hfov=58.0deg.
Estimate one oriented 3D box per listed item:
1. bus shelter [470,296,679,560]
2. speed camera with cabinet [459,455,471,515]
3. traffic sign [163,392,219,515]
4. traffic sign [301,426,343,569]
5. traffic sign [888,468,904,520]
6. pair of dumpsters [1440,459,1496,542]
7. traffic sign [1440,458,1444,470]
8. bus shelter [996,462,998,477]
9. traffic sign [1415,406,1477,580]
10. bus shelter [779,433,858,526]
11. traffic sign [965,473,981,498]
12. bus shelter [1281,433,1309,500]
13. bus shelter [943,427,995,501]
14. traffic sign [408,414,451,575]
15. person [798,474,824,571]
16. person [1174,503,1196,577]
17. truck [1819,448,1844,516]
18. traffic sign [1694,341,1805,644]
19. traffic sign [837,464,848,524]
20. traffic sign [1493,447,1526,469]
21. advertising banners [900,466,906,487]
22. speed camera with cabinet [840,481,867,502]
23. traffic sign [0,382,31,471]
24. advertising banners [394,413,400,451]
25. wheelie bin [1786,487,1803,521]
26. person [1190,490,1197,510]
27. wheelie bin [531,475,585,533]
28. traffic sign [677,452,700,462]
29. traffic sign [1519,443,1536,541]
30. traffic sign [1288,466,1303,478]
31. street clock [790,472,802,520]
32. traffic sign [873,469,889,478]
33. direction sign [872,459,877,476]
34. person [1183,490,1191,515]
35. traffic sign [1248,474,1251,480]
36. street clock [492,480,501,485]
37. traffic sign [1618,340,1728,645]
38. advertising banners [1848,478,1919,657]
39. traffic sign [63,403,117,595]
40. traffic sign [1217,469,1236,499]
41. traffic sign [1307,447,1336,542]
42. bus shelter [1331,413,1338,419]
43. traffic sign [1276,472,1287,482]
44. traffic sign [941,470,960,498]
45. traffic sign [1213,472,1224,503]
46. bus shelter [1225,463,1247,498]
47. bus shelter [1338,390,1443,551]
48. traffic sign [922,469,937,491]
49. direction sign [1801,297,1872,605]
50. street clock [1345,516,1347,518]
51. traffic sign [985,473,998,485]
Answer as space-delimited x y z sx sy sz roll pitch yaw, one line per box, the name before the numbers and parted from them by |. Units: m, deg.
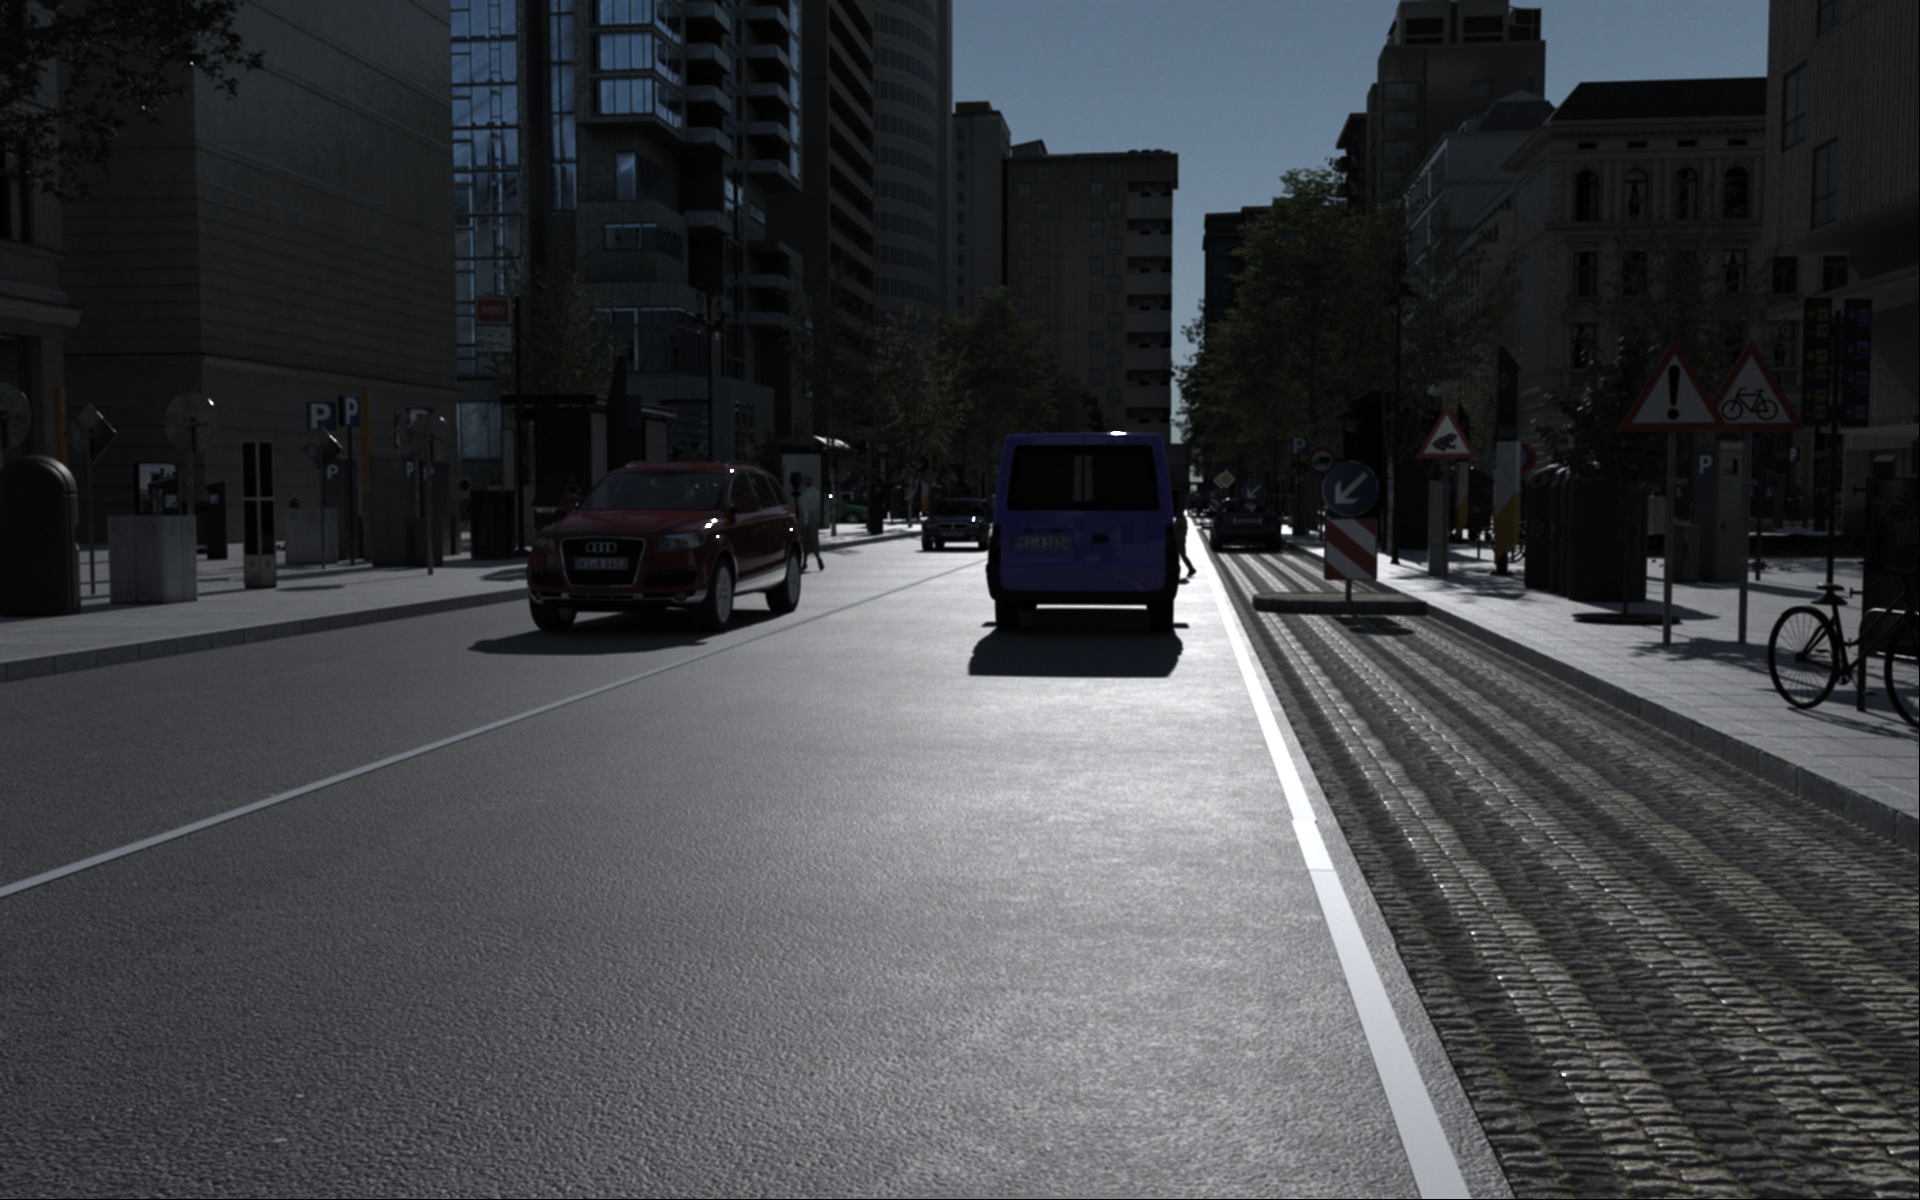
bus shelter | -8.439 -3.679 37.790 2.179 5.291 8.768 0 4 7
speed camera with cabinet | -25.804 -5.697 87.487 2.038 3.252 0.660 -3 4 -38
traffic sign | -9.600 -1.315 21.605 0.768 2.556 0.104 1 4 11
traffic sign | -10.838 -1.727 29.420 0.795 2.450 0.064 1 4 14
traffic sign | -3.156 -5.246 85.773 0.884 2.594 0.081 1 4 13
pair of dumpsters | 13.881 -2.810 48.431 1.574 2.255 4.437 0 4 7
traffic sign | 14.327 -3.195 52.339 0.768 2.556 0.104 1 4 12
bus shelter | 2.366 -8.429 115.441 2.179 5.291 8.768 0 4 7
traffic sign | 7.217 -1.575 25.750 0.884 2.594 0.081 1 4 14
bus shelter | -5.049 -4.075 60.546 2.014 3.302 5.546 0 4 7
traffic sign | 0.601 -4.671 80.006 0.795 2.450 0.064 0 4 7
bus shelter | 21.012 -7.932 107.313 2.179 5.291 8.768 0 4 7
bus shelter | 0.383 -7.832 105.690 2.179 5.291 8.768 0 4 7
traffic sign | -8.435 -1.676 27.514 0.768 2.556 0.104 1 4 16
person | -2.773 -1.443 32.314 0.478 1.798 0.641 -3 4 -39
person | 3.796 -1.047 29.894 0.640 1.303 0.475 -1 4 -21
truck | 39.923 -4.620 71.468 9.791 3.379 3.469 0 4 5
traffic sign | 6.712 -0.904 14.788 0.884 2.594 0.081 1 4 10
traffic sign | -5.136 -4.496 73.614 0.768 2.556 0.104 1 4 13
traffic sign | 13.417 -2.585 42.368 0.768 2.556 0.104 1 4 12
advertising banners | -4.266 -6.955 109.905 2.074 3.025 0.090 2 4 26
speed camera with cabinet | -7.314 -7.598 118.562 2.038 3.252 0.660 -1 4 -16
traffic sign | -10.891 -1.196 19.660 0.768 2.556 0.104 1 4 9
advertising banners | -12.080 -2.483 36.786 0.090 3.025 2.074 0 4 -7
wheelie bin | 39.381 -4.505 81.570 0.693 1.594 0.980 -1 4 -21
person | 20.441 -8.772 151.946 0.660 1.820 0.620 0 3 0
wheelie bin | -6.606 -1.261 28.518 0.980 1.594 0.693 2 4 31
traffic sign | -8.145 -3.169 51.911 0.768 2.556 0.104 1 4 11
traffic sign | 14.043 -2.652 43.468 0.768 2.556 0.104 0 4 8
traffic sign | 15.497 -4.879 79.884 0.768 2.556 0.104 1 4 16
street clock | -5.438 -3.235 57.459 0.358 2.002 0.471 1 4 19
traffic sign | -3.742 -5.013 82.073 0.768 2.556 0.104 1 4 13
direction sign | -5.286 -7.274 110.933 0.876 3.537 0.379 0 4 -6
person | 15.360 -6.599 117.224 0.563 1.720 0.643 -1 4 -23
traffic sign | 18.217 -6.567 107.480 0.768 2.556 0.104 1 4 14
street clock | -23.719 -5.148 88.733 0.471 2.002 0.358 -2 4 -34
traffic sign | 6.020 -0.898 14.680 0.884 2.594 0.081 1 4 9
advertising banners | 8.001 -1.044 13.258 2.074 3.025 0.090 3 4 37
traffic sign | -11.040 -1.272 21.990 0.795 2.450 0.064 1 4 14
traffic sign | 10.850 -4.098 70.644 0.795 2.450 0.064 0 4 7
traffic sign | 9.749 -2.850 46.700 0.768 2.556 0.104 1 4 15
bus shelter | 11.622 -3.529 48.990 1.731 3.624 6.357 0 4 7
traffic sign | 18.814 -6.222 101.830 0.768 2.556 0.104 1 4 12
traffic sign | -0.402 -4.186 72.084 0.795 2.450 0.064 0 4 7
traffic sign | 11.853 -4.583 78.566 0.795 2.450 0.064 0 4 7
bus shelter | 21.152 -8.633 132.431 1.731 3.624 6.357 0 4 7
bus shelter | 10.420 -3.106 42.061 1.731 3.624 6.357 0 4 7
traffic sign | -1.585 -5.416 88.657 0.768 2.556 0.104 1 4 12
direction sign | 10.148 -1.720 20.114 0.876 3.537 0.379 -1 4 -12
street clock | 9.142 -2.212 40.744 0.358 2.002 0.471 1 4 15
traffic sign | 1.820 -6.195 101.388 0.768 2.556 0.104 0 4 8
